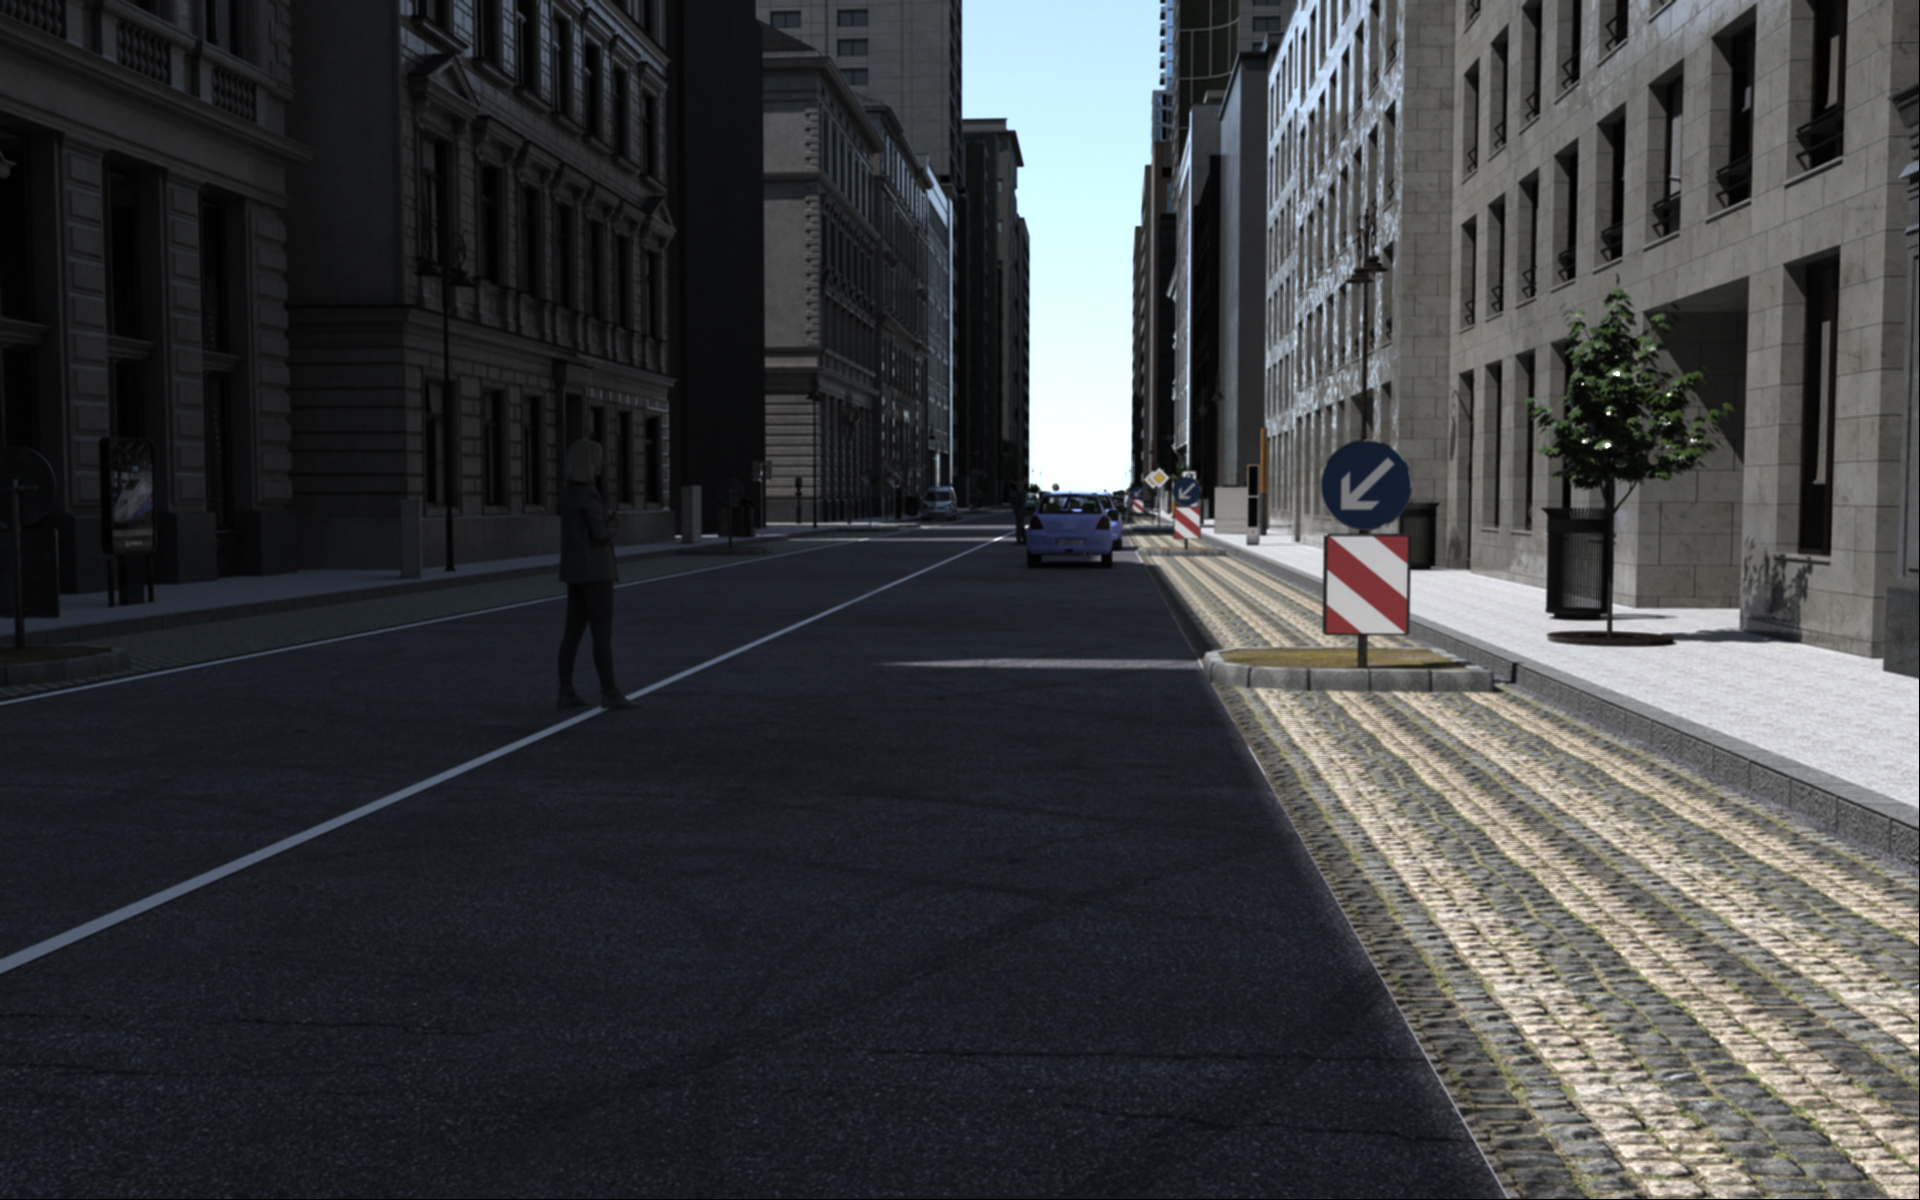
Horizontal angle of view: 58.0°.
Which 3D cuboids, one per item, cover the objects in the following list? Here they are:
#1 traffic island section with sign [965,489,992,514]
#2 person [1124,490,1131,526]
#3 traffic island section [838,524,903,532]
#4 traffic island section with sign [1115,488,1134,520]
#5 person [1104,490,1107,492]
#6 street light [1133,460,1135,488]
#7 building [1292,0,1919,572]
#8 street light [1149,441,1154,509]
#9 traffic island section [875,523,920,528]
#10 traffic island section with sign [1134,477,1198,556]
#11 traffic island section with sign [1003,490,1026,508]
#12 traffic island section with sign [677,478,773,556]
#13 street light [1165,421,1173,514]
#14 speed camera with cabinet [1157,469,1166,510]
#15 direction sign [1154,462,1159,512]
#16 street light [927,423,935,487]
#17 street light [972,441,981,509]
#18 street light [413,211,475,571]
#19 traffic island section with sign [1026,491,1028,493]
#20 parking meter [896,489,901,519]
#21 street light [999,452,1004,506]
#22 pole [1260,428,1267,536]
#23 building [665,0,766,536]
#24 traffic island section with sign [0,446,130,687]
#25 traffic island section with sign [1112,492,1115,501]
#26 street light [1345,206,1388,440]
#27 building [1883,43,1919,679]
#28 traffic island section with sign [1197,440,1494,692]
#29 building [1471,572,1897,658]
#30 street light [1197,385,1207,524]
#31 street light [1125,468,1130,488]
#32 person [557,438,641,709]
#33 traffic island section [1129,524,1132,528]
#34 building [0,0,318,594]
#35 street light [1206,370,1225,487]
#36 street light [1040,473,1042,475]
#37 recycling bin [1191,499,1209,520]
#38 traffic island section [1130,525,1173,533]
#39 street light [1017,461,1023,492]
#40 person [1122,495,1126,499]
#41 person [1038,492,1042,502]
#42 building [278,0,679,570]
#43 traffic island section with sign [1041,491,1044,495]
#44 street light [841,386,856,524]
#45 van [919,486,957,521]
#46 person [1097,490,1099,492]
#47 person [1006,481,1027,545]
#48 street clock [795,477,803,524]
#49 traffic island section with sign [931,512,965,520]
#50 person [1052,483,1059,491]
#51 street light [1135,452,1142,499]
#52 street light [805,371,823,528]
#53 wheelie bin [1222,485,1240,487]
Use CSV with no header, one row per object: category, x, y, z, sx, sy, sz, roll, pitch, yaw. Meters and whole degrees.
traffic island section with sign,1.277,-7.035,123.653,1.989,1.847,2.006,0,4,5
person,7.481,-4.088,77.148,0.330,1.601,0.589,2,4,24
traffic island section,-3.450,-2.677,66.042,2.009,0.180,2.903,0,4,5
traffic island section with sign,9.650,-5.290,95.114,1.989,1.847,2.006,0,4,5
person,12.810,-8.814,152.606,0.705,1.824,1.348,-1,4,-16
street light,22.567,-15.315,223.182,0.468,5.910,1.993,0,4,5
building,13.503,-11.187,37.660,10.420,20.320,16.860,0,4,5
street light,16.553,-10.807,149.476,0.468,5.910,1.993,0,4,5
traffic island section,-2.795,-3.163,74.000,2.009,0.180,2.903,0,4,5
traffic island section with sign,5.163,-1.952,40.543,1.989,1.847,2.006,0,4,5
traffic island section with sign,5.329,-10.042,172.817,1.989,1.847,2.006,0,4,5
traffic island section with sign,-5.499,-1.983,41.053,1.989,1.847,2.006,0,4,5
street light,13.257,-8.379,109.778,0.468,5.910,1.993,0,4,5
speed camera with cabinet,16.036,-8.719,136.889,0.660,3.252,2.038,1,4,18
direction sign,13.989,-8.019,123.101,0.379,3.537,0.876,-1,4,-12
street light,-1.785,-8.456,111.051,0.468,5.910,1.993,0,4,5
street light,1.561,-10.873,150.568,0.468,5.910,1.993,0,4,5
street light,-8.492,-3.418,28.673,0.468,5.910,1.993,0,4,5
traffic island section with sign,7.561,-11.701,199.938,1.989,1.847,2.006,0,4,5
parking meter,-3.182,-4.893,88.404,0.372,1.533,0.369,0,3,0
street light,4.442,-13.123,187.343,0.468,5.910,1.993,0,4,5
pole,9.391,-3.652,53.558,0.158,3.312,0.155,0,3,0
building,-15.723,-14.047,59.340,15.834,23.373,12.332,0,4,5
traffic island section with sign,-7.758,-0.305,13.613,1.989,1.847,2.006,0,4,5
traffic island section with sign,11.866,-6.933,121.979,1.989,1.847,2.006,0,4,5
street light,6.581,-3.388,28.182,0.468,5.910,1.993,0,4,5
building,10.640,-9.390,2.678,9.793,20.994,18.267,0,4,5
traffic island section with sign,2.922,-0.294,13.438,1.989,1.847,2.006,0,4,5
building,12.967,-10.157,20.819,10.420,20.320,16.860,0,4,5
street light,10.298,-6.159,73.480,0.468,5.910,1.993,0,4,5
street light,26.402,-18.154,269.610,0.468,5.910,1.993,0,4,5
person,-2.463,-0.183,11.670,0.526,1.800,0.537,-1,4,-23
traffic island section,8.159,-3.108,73.098,2.009,0.180,2.903,0,4,5
building,-16.319,-11.611,18.713,11.050,23.489,19.941,0,4,5
street light,9.570,-5.609,64.491,0.468,5.910,1.993,0,4,5
street light,14.279,-20.392,306.198,0.468,5.910,1.993,0,4,5
recycling bin,12.106,-4.582,87.476,0.722,1.027,0.722,-1,4,-16
traffic island section,7.504,-2.621,65.140,2.009,0.180,2.903,0,4,5
street light,8.319,-15.942,233.439,0.468,5.910,1.993,0,4,5
person,16.197,-9.751,168.641,0.721,1.743,1.217,-2,4,-33
person,11.683,-14.835,251.856,0.445,1.727,0.742,3,4,37
building,-13.240,-10.618,38.237,10.561,19.102,19.286,0,4,5
traffic island section with sign,14.387,-16.773,282.860,1.989,1.847,2.006,0,4,5
street light,-4.761,-6.207,74.272,0.468,5.910,1.993,0,4,5
van,-1.100,-5.180,91.707,2.013,2.044,4.112,0,4,4
person,14.891,-10.966,187.654,0.709,1.838,0.599,2,4,23
person,1.622,-2.463,48.947,0.590,1.801,0.661,0,4,-8
street clock,-6.977,-4.304,74.948,0.358,2.002,0.471,0,4,4
traffic island section with sign,-0.911,-5.392,96.786,1.989,1.847,2.006,0,4,5
person,2.862,-2.697,53.086,0.515,1.767,0.782,0,4,5
street light,19.407,-13.053,186.203,0.468,5.910,1.993,0,4,5
street light,-5.468,-5.650,65.159,0.468,5.910,1.993,0,4,5
wheelie bin,9.680,-3.292,61.729,0.980,1.594,0.693,-1,4,-12
